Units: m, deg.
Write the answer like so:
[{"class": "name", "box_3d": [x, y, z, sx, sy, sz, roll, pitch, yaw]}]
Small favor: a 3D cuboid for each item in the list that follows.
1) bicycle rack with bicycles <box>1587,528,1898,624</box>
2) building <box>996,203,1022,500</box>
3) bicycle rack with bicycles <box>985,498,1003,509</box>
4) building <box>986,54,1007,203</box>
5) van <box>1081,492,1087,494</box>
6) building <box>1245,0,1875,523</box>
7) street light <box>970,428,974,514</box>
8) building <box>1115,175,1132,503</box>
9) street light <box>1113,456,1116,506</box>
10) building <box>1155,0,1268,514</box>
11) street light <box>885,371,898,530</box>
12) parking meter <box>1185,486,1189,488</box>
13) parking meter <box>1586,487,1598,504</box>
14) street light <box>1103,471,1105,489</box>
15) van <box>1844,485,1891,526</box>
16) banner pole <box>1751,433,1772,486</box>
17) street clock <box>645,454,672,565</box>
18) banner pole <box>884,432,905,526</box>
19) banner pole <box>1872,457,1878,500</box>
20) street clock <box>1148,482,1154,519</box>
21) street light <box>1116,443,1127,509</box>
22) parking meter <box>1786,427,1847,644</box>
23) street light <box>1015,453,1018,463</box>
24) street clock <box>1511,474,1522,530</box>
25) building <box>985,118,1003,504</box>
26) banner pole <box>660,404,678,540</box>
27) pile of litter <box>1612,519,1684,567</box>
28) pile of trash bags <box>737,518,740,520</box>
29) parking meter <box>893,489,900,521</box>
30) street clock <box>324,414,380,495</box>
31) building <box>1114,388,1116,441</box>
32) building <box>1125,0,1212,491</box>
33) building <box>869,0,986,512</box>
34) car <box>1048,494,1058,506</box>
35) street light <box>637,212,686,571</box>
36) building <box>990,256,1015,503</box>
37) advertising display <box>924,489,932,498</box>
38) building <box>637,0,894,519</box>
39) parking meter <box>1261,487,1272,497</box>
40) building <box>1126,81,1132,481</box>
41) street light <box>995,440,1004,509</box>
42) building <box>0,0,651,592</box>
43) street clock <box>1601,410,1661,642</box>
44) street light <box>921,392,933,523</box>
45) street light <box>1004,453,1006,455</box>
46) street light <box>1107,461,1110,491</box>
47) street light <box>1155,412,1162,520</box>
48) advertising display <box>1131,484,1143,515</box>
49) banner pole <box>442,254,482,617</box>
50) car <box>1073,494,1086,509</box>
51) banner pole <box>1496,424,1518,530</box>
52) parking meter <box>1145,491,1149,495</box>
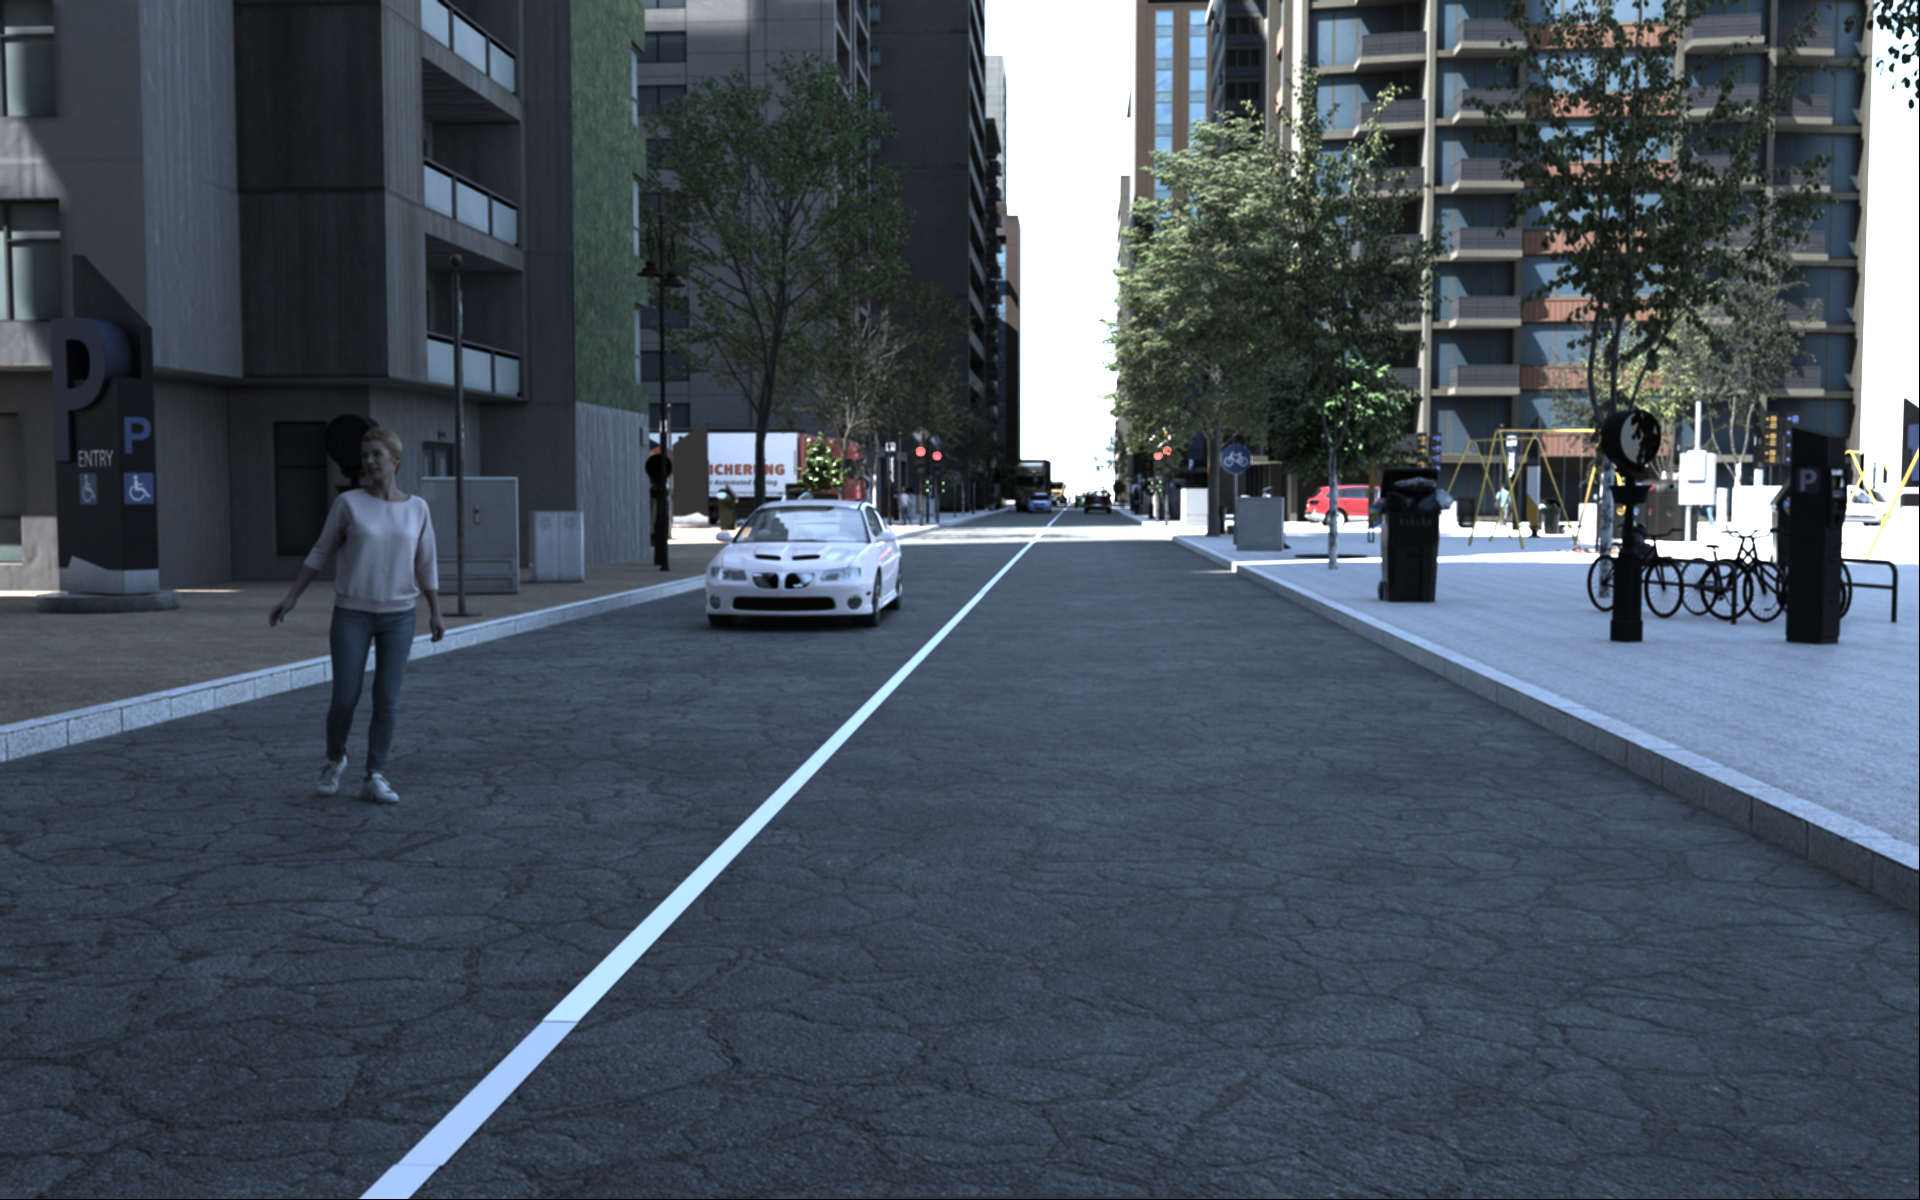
[{"class": "bicycle rack with bicycles", "box_3d": [8.250, -0.276, 17.889, 2.852, 0.926, 2.925, -1, 4, -8]}, {"class": "building", "box_3d": [2.425, -37.893, 269.663, 14.600, 45.320, 14.200, 0, 4, 4]}, {"class": "bicycle rack with bicycles", "box_3d": [2.667, -8.220, 147.786, 2.852, 0.926, 2.925, 0, 4, 2]}, {"class": "building", "box_3d": [-0.351, -51.959, 287.773, 20.563, 71.187, 20.611, 0, 4, 4]}, {"class": "van", "box_3d": [21.087, -17.483, 292.864, 2.013, 2.044, 4.112, 0, 4, 4]}, {"class": "building", "box_3d": [28.206, -26.387, 86.053, 28.867, 44.769, 22.147, 0, 4, 4]}, {"class": "street light", "box_3d": [0.843, -8.471, 111.290, 0.468, 5.910, 1.993, 0, 4, 4]}, {"class": "building", "box_3d": [33.287, -38.217, 248.556, 21.300, 48.544, 21.600, 0, 4, 4]}, {"class": "street light", "box_3d": [17.244, -13.476, 193.114, 0.468, 5.910, 1.993, 0, 4, 4]}, {"class": "building", "box_3d": [29.242, -25.783, 113.430, 32.217, 40.220, 23.993, 0, 4, 4]}, {"class": "street light", "box_3d": [-2.532, -5.470, 62.230, 0.468, 5.910, 1.993, 0, 4, 4]}, {"class": "parking meter", "box_3d": [16.934, -7.596, 129.909, 0.399, 1.863, 0.255, 3, 4, 36]}, {"class": "parking meter", "box_3d": [21.648, -3.117, 59.373, 0.372, 1.533, 0.369, 0, 3, 0]}, {"class": "street light", "box_3d": [20.724, -16.556, 243.475, 0.468, 5.910, 1.993, 0, 4, 4]}, {"class": "van", "box_3d": [36.469, -3.927, 71.218, 4.112, 2.044, 2.013, 0, 4, 4]}, {"class": "banner pole", "box_3d": [28.791, -4.405, 62.036, 0.863, 3.779, 0.401, 0, 4, 6]}, {"class": "street clock", "box_3d": [-5.427, -1.631, 31.230, 0.471, 2.002, 0.358, -1, 4, -12]}, {"class": "banner pole", "box_3d": [-2.642, -4.896, 70.059, 0.863, 3.779, 0.401, 0, 4, 3]}, {"class": "banner pole", "box_3d": [61.567, -7.741, 116.589, 0.401, 3.779, 0.863, 0, 4, 8]}, {"class": "street clock", "box_3d": [9.925, -5.218, 89.890, 0.358, 2.002, 0.471, 2, 4, 26]}, {"class": "street light", "box_3d": [14.893, -11.436, 159.758, 0.468, 5.910, 1.993, 0, 4, 4]}, {"class": "parking meter", "box_3d": [7.375, -0.562, 14.907, 0.255, 1.863, 0.399, -2, 4, -30]}, {"class": "street light", "box_3d": [6.202, -13.170, 188.117, 0.468, 5.910, 1.993, 0, 4, 4]}, {"class": "street clock", "box_3d": [19.607, -3.457, 61.095, 0.358, 2.002, 0.471, 0, 4, -2]}, {"class": "building", "box_3d": [-6.521, -33.279, 198.735, 22.147, 44.769, 28.867, 0, 4, 4]}, {"class": "banner pole", "box_3d": [-8.212, -3.574, 48.456, 0.401, 3.779, 0.863, -2, 4, -35]}, {"class": "pile of litter", "box_3d": [12.351, -1.062, 31.329, 1.176, 0.858, 1.719, 0, 4, -6]}, {"class": "pile of trash bags", "box_3d": [-12.482, -4.619, 85.275, 3.447, 1.369, 1.912, 1, 4, 9]}, {"class": "parking meter", "box_3d": [-3.046, -4.634, 84.171, 0.372, 1.533, 0.369, 0, 3, 0]}, {"class": "street clock", "box_3d": [-5.522, -0.689, 15.837, 0.471, 2.002, 0.358, 1, 4, 9]}, {"class": "building", "box_3d": [38.605, -26.280, 274.708, 27.650, 21.520, 28.899, 0, 4, 4]}, {"class": "building", "box_3d": [20.946, -30.021, 140.955, 14.600, 45.320, 14.200, 0, 4, 4]}, {"class": "building", "box_3d": [-9.276, -31.032, 131.070, 21.300, 48.544, 21.600, 0, 4, 4]}, {"class": "car", "box_3d": [10.534, -11.877, 203.975, 2.009, 1.686, 4.222, 0, 4, 2]}, {"class": "street light", "box_3d": [-4.933, -3.424, 28.764, 0.468, 5.910, 1.993, 0, 4, 4]}, {"class": "building", "box_3d": [-7.112, -34.183, 250.769, 32.217, 40.220, 23.993, 0, 4, 4]}, {"class": "advertising display", "box_3d": [-2.113, -6.683, 114.487, 0.123, 1.923, 0.974, 2, 4, 28]}, {"class": "building", "box_3d": [-13.646, -40.355, 98.048, 20.563, 71.187, 20.611, 0, 4, 4]}, {"class": "parking meter", "box_3d": [10.530, -3.122, 59.452, 0.372, 1.533, 0.369, 0, 3, 0]}, {"class": "building", "box_3d": [34.796, -37.978, 210.174, 28.713, 52.752, 27.495, 0, 4, 4]}, {"class": "street light", "box_3d": [3.196, -10.511, 144.647, 0.468, 5.910, 1.993, 0, 4, 4]}, {"class": "building", "box_3d": [-13.755, -21.039, 27.583, 14.154, 41.232, 14.086, 0, 4, 4]}, {"class": "street clock", "box_3d": [5.814, -0.641, 15.054, 0.471, 2.002, 0.358, -2, 4, -23]}, {"class": "street light", "box_3d": [-1.458, -6.421, 77.774, 0.468, 5.910, 1.993, 0, 4, 4]}, {"class": "street light", "box_3d": [3.820, -11.093, 154.150, 0.468, 5.910, 1.993, 0, 4, 4]}, {"class": "street light", "box_3d": [19.566, -15.557, 227.144, 0.468, 5.910, 1.993, 0, 4, 4]}, {"class": "street light", "box_3d": [9.713, -6.804, 84.038, 0.468, 5.910, 1.993, 0, 4, 4]}, {"class": "advertising display", "box_3d": [10.961, -6.249, 107.384, 0.123, 1.923, 0.974, -3, 4, -37]}, {"class": "banner pole", "box_3d": [-5.297, -1.735, 18.381, 0.401, 3.779, 0.863, -1, 4, -11]}, {"class": "car", "box_3d": [12.270, -9.754, 171.272, 2.131, 1.459, 4.920, 0, 4, 4]}, {"class": "banner pole", "box_3d": [19.549, -4.397, 61.905, 0.863, 3.779, 0.401, 3, 5, 44]}, {"class": "parking meter", "box_3d": [12.787, -6.684, 117.700, 0.372, 1.533, 0.369, 0, 3, 0]}]
